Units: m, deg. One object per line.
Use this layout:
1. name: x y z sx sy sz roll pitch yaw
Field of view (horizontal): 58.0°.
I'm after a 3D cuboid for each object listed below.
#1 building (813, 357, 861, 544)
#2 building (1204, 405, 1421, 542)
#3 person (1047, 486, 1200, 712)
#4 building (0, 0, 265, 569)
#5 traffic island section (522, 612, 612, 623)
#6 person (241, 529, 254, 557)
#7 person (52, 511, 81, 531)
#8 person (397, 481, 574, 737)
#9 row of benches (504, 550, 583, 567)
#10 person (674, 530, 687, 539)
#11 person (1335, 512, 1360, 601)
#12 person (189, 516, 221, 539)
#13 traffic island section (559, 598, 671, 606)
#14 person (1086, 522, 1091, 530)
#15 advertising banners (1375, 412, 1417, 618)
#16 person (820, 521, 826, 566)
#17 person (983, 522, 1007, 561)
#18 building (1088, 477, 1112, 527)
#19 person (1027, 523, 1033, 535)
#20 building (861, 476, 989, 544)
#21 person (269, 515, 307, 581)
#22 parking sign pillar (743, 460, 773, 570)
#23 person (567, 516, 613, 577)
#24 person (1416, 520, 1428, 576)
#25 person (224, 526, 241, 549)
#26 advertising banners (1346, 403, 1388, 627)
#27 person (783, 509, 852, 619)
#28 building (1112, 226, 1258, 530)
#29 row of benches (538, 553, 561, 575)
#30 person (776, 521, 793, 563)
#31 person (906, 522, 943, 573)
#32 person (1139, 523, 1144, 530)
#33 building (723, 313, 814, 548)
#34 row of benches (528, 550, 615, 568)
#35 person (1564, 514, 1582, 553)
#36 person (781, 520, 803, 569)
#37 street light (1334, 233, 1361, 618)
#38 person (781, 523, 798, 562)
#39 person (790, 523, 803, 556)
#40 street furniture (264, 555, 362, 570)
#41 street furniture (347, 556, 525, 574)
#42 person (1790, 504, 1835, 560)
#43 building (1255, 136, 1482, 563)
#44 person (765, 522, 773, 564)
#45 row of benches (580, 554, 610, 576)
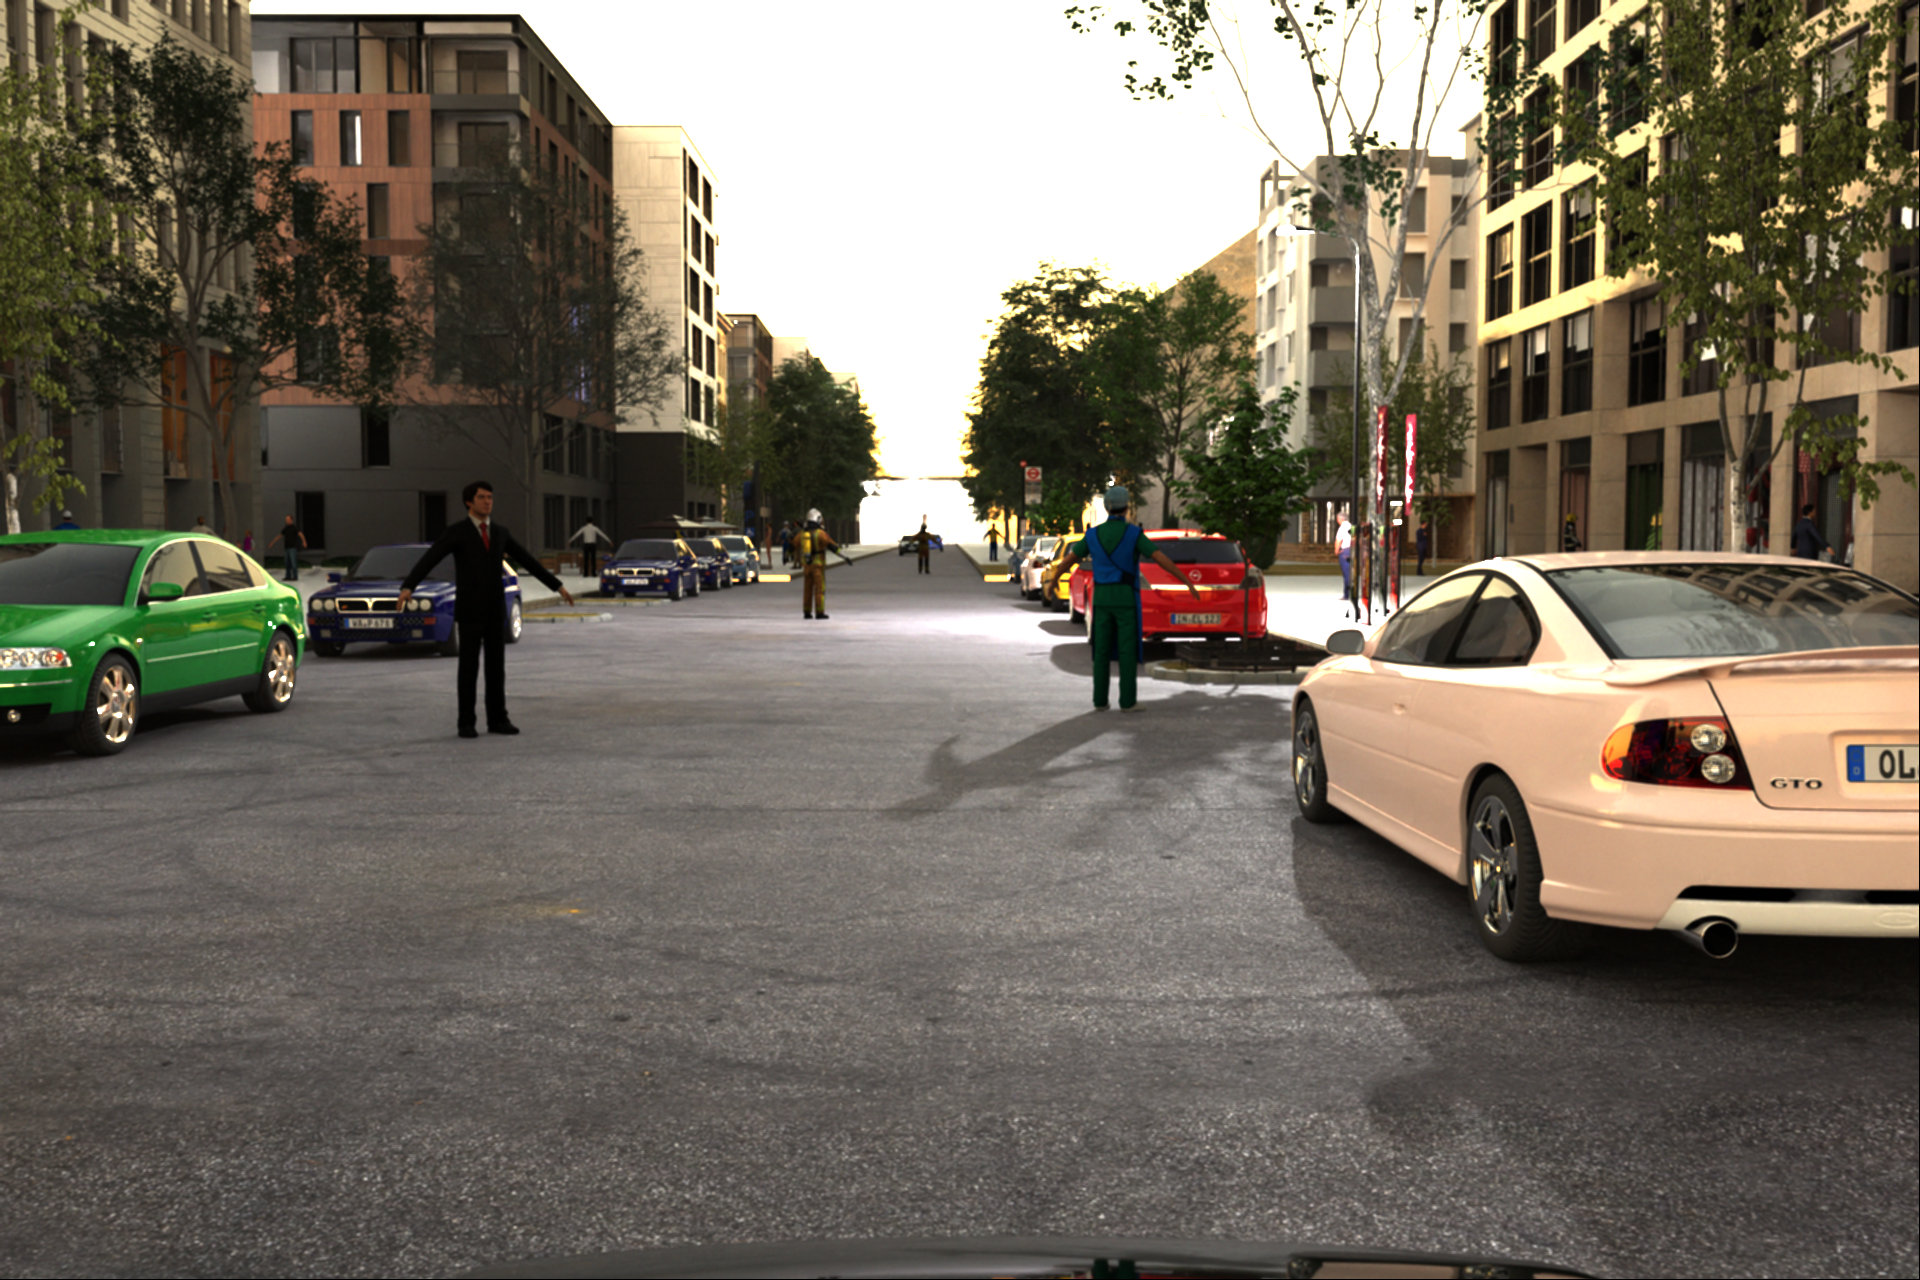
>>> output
1. building: -27.027 -22.742 215.798 27.936 21.610 32.646 0 4 -1
2. building: 21.544 -10.030 106.131 9.099 9.664 28.070 0 4 0
3. person: 1.283 -0.334 14.040 1.347 1.817 0.704 2 4 29
4. building: -29.693 -16.361 44.996 11.434 29.767 29.804 0 4 0
5. traffic island section: -6.886 -0.367 28.868 1.991 0.108 1.994 0 4 -1
6. person: -22.357 -2.750 54.225 0.991 1.433 0.599 3 4 39
7. person: -21.569 -2.202 41.888 1.347 1.842 0.705 -2 4 -31
8. person: -3.397 -0.226 12.336 1.347 1.806 0.705 -3 5 -42
9. row of benches: -16.825 -3.187 67.571 4.104 0.672 1.422 0 4 0
10. person: -11.970 -4.164 74.537 0.721 1.772 1.216 -3 5 -39
11. person: 7.381 -1.610 33.306 0.756 1.711 0.436 -3 4 -36
12. person: -22.594 -2.785 51.618 1.344 1.819 0.704 -3 4 -38
13. traffic island section: -6.959 -0.761 35.306 1.991 0.108 1.994 0 4 1
14. person: 6.270 -4.834 84.823 0.705 1.856 1.354 3 5 39
15. advertising banners: 6.544 -1.824 26.012 0.090 3.025 2.074 0 4 0
16. person: -5.639 -3.907 70.002 0.705 1.813 1.348 2 4 26
17. person: 1.599 -4.624 81.564 1.349 1.833 0.705 -2 4 -33
18. building: 21.314 -16.507 212.031 9.099 9.664 28.070 0 4 -1
19. person: 3.486 -4.812 84.858 0.705 1.806 1.347 1 4 19
20. building: -9.925 -18.576 248.322 28.070 9.664 9.099 0 4 5
21. person: -18.394 -2.526 47.523 1.348 1.803 0.705 2 4 25
22. parking sign pillar: -7.524 -4.541 62.713 1.447 3.967 1.447 0 4 1
23. person: -11.006 -2.773 51.500 1.344 1.810 0.704 -1 4 -11
24. person: 14.132 -2.815 52.995 0.541 1.710 0.530 -3 4 -38
25. person: -18.736 -2.355 44.618 0.704 1.816 1.345 -2 4 -31
26. advertising banners: 5.698 -1.716 24.247 0.090 3.025 2.074 0 4 0
27. person: -2.451 -1.286 29.253 1.354 1.858 0.705 2 4 27
28. building: 21.502 -18.248 129.276 19.493 23.208 18.063 0 3 0
29. row of benches: -13.247 -2.462 55.721 1.422 0.672 4.104 -1 4 -11
30. person: -7.699 -4.347 76.928 1.347 1.847 0.705 3 4 36
31. person: -1.313 -3.349 62.983 1.354 1.858 0.705 -1 4 -15
32. person: 8.445 -4.573 80.898 1.346 1.812 0.704 1 4 22
33. building: -29.770 -20.344 176.600 27.936 21.610 32.646 0 4 -1
34. row of benches: -15.132 -3.065 65.569 4.104 0.672 1.422 1 4 11
35. person: 17.267 -2.637 48.880 0.704 1.858 1.351 0 4 6
36. person: -6.001 -3.509 63.637 0.705 1.796 1.348 3 5 42
37. street light: 6.544 -3.283 26.217 1.470 5.913 1.316 0 4 0
38. person: -7.491 -4.419 78.473 1.346 1.802 0.704 1 4 12
39. person: -8.198 -5.028 88.345 1.345 1.843 0.704 3 5 42
40. street furniture: -26.675 -2.990 64.519 10.072 0.657 5.734 0 4 8
41. street furniture: -17.497 -2.664 59.179 5.734 0.657 10.072 0 4 -7
42. person: 15.414 -1.554 31.464 0.704 1.823 1.345 0 4 -3
43. building: 20.437 -14.213 88.800 16.016 20.090 11.380 0 4 -1
44. person: -7.468 -3.679 66.956 0.721 1.733 1.217 0 4 -7
45. row of benches: -11.330 -2.356 53.975 1.422 0.672 4.104 -1 4 -18
